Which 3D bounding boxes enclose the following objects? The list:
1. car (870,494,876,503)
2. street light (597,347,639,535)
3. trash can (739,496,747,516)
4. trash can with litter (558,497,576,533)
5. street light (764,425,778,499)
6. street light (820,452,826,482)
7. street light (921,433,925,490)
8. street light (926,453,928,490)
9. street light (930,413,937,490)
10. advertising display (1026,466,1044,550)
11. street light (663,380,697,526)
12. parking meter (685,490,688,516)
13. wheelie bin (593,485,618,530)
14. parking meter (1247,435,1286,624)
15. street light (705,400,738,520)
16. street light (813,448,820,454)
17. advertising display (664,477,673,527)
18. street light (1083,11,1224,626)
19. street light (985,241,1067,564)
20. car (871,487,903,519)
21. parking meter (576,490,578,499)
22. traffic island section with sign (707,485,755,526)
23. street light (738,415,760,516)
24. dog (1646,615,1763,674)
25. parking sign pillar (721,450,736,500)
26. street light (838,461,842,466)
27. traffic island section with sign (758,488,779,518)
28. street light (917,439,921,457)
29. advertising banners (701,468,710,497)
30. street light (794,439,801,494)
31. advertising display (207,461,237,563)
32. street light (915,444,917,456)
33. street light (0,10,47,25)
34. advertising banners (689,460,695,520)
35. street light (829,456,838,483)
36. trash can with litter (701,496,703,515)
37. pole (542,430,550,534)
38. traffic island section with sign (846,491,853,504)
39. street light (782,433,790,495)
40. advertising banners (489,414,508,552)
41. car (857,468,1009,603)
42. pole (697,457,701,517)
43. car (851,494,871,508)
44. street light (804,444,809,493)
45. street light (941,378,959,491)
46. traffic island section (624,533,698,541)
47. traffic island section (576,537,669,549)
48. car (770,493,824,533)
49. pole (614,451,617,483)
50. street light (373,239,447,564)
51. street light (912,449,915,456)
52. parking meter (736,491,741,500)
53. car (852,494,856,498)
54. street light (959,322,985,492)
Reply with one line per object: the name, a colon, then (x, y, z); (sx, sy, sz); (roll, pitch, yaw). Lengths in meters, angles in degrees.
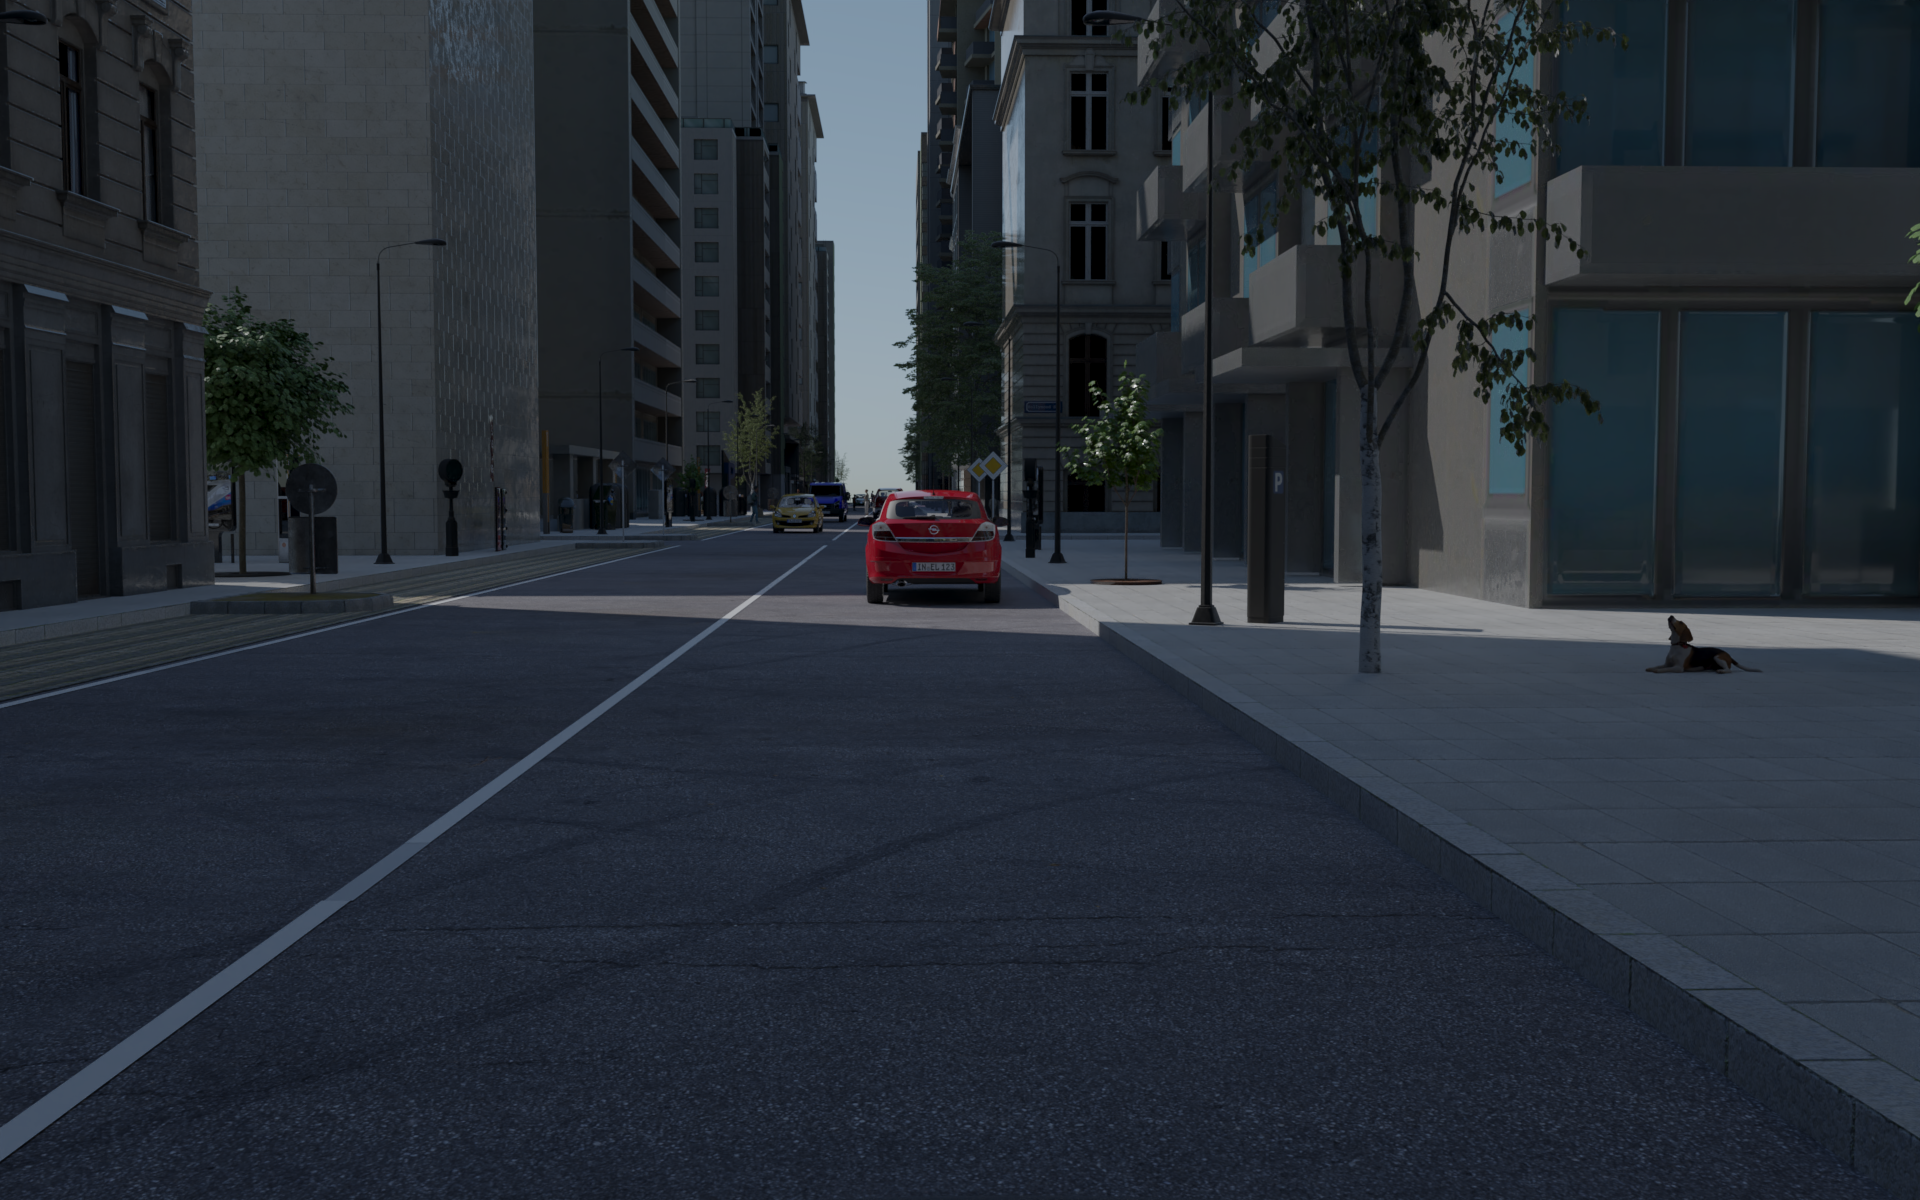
car: (-13.880, -16.706, 285.509); (2.083, 1.381, 4.827); (0, 4, -4)
street light: (-10.840, -5.038, 54.912); (1.470, 5.913, 1.316); (0, 4, -2)
trash can: (-13.058, -5.633, 103.751); (0.748, 1.137, 0.748); (0, 3, 0)
trash can with litter: (-12.912, -2.795, 57.089); (0.624, 1.170, 1.055); (-1, 4, -20)
street light: (-13.119, -8.807, 116.530); (1.470, 5.913, 1.316); (0, 4, -2)
street light: (-15.808, -13.375, 191.227); (1.470, 5.913, 1.316); (0, 4, -2)
street light: (-1.643, -8.704, 114.859); (1.470, 5.913, 1.316); (0, 4, -2)
street light: (-1.139, -7.772, 99.620); (1.470, 5.913, 1.316); (0, 4, -2)
street light: (-0.611, -6.848, 84.507); (1.470, 5.913, 1.316); (0, 4, -2)
advertising display: (1.728, -2.129, 40.030); (0.123, 1.923, 0.974); (-1, 4, -14)
street light: (-11.377, -5.989, 70.466); (1.470, 5.913, 1.316); (0, 4, -2)
parking meter: (-16.409, -5.808, 103.369); (0.372, 1.533, 0.369); (0, 3, 0)
wheelie bin: (-12.697, -3.307, 61.971); (0.980, 1.594, 0.693); (2, 4, 29)
parking meter: (3.062, -0.708, 17.281); (0.255, 1.863, 0.399); (3, 4, 36)
street light: (-11.926, -6.930, 85.839); (1.470, 5.913, 1.316); (0, 4, -2)
street light: (-15.268, -12.446, 176.026); (1.470, 5.913, 1.316); (0, 4, -2)
advertising display: (-11.261, -3.774, 66.922); (0.123, 1.923, 0.974); (0, 4, 4)
street light: (1.881, -2.710, 16.844); (1.470, 5.913, 1.316); (0, 4, -2)
street light: (1.270, -3.634, 31.965); (1.470, 5.913, 1.316); (0, 4, -2)
car: (-4.079, -5.652, 101.075); (2.281, 1.827, 5.304); (0, 4, -3)
parking meter: (-18.501, -4.641, 84.290); (0.372, 1.533, 0.369); (0, 3, 0)
traffic island section with sign: (-10.230, -4.211, 77.481); (1.989, 1.847, 2.006); (0, 4, -2)
street light: (-12.501, -7.898, 101.676); (1.470, 5.913, 1.316); (0, 4, -2)
dog: (5.357, 0.323, 12.451); (0.748, 0.427, 0.550); (2, 4, 31)
parking sign pillar: (-14.249, -7.228, 106.649); (1.447, 3.967, 1.447); (1, 4, 14)
street light: (-17.752, -16.635, 244.515); (1.470, 5.913, 1.316); (0, 4, -2)
traffic island section with sign: (-11.215, -5.859, 104.418); (1.989, 1.847, 2.006); (0, 4, -2)
street light: (-2.314, -9.711, 131.316); (1.470, 5.913, 1.316); (0, 4, -2)
advertising banners: (-17.661, -7.413, 117.387); (0.090, 3.025, 2.074); (3, 4, 38)
street light: (-14.225, -10.627, 146.298); (1.470, 5.913, 1.316); (0, 4, -2)
advertising display: (-13.934, -1.650, 32.198); (0.974, 1.923, 0.123); (0, 4, 8)
street light: (-2.855, -10.639, 146.488); (1.470, 5.913, 1.316); (0, 4, -2)
street light: (-9.470, -2.705, 16.771); (1.470, 5.913, 1.316); (0, 4, -2)
advertising banners: (-13.548, -5.600, 87.744); (0.090, 3.025, 2.074); (0, 4, -1)
street light: (-17.250, -15.709, 229.380); (1.470, 5.913, 1.316); (0, 4, -2)
trash can with litter: (-15.985, -5.912, 108.045); (0.624, 1.170, 1.055); (1, 4, 12)
pole: (-13.260, -3.769, 55.459); (0.158, 3.312, 0.155); (0, 3, 0)
traffic island section with sign: (-17.044, -15.620, 264.014); (1.989, 1.847, 2.006); (0, 4, -2)
street light: (-13.658, -9.712, 131.326); (1.470, 5.913, 1.316); (0, 4, -2)
advertising banners: (-10.347, -2.604, 38.762); (0.090, 3.025, 2.074); (0, 4, -6)
car: (-0.374, -0.928, 24.209); (2.155, 1.783, 4.494); (0, 4, -1)
pole: (-14.428, -6.230, 95.700); (0.158, 3.312, 0.155); (0, 3, 0)
car: (-10.418, -10.471, 182.991); (2.131, 1.459, 4.920); (0, 4, -3)
street light: (-14.662, -11.537, 161.175); (1.470, 5.913, 1.316); (0, 4, -2)
street light: (-0.067, -5.914, 69.228); (1.470, 5.913, 1.316); (0, 4, -2)
traffic island section: (-9.384, -1.976, 54.592); (2.009, 0.180, 2.903); (0, 4, -2)
traffic island section: (-9.093, -1.488, 46.612); (2.009, 0.180, 2.903); (0, 4, -2)
car: (-6.046, -3.333, 64.722); (2.015, 1.641, 3.980); (0, 4, -1)
pole: (-16.377, -5.404, 82.202); (0.158, 3.312, 0.155); (0, 3, 0)
street light: (-10.029, -3.614, 31.624); (1.470, 5.913, 1.316); (0, 4, -2)
street light: (-3.536, -11.555, 161.468); (1.470, 5.913, 1.316); (0, 4, -2)
parking meter: (-15.181, -6.737, 118.565); (0.372, 1.533, 0.369); (0, 3, 0)
car: (-11.770, -11.886, 204.119); (2.009, 1.686, 4.222); (0, 4, -3)
street light: (0.792, -4.544, 46.840); (1.470, 5.913, 1.316); (0, 4, -2)
